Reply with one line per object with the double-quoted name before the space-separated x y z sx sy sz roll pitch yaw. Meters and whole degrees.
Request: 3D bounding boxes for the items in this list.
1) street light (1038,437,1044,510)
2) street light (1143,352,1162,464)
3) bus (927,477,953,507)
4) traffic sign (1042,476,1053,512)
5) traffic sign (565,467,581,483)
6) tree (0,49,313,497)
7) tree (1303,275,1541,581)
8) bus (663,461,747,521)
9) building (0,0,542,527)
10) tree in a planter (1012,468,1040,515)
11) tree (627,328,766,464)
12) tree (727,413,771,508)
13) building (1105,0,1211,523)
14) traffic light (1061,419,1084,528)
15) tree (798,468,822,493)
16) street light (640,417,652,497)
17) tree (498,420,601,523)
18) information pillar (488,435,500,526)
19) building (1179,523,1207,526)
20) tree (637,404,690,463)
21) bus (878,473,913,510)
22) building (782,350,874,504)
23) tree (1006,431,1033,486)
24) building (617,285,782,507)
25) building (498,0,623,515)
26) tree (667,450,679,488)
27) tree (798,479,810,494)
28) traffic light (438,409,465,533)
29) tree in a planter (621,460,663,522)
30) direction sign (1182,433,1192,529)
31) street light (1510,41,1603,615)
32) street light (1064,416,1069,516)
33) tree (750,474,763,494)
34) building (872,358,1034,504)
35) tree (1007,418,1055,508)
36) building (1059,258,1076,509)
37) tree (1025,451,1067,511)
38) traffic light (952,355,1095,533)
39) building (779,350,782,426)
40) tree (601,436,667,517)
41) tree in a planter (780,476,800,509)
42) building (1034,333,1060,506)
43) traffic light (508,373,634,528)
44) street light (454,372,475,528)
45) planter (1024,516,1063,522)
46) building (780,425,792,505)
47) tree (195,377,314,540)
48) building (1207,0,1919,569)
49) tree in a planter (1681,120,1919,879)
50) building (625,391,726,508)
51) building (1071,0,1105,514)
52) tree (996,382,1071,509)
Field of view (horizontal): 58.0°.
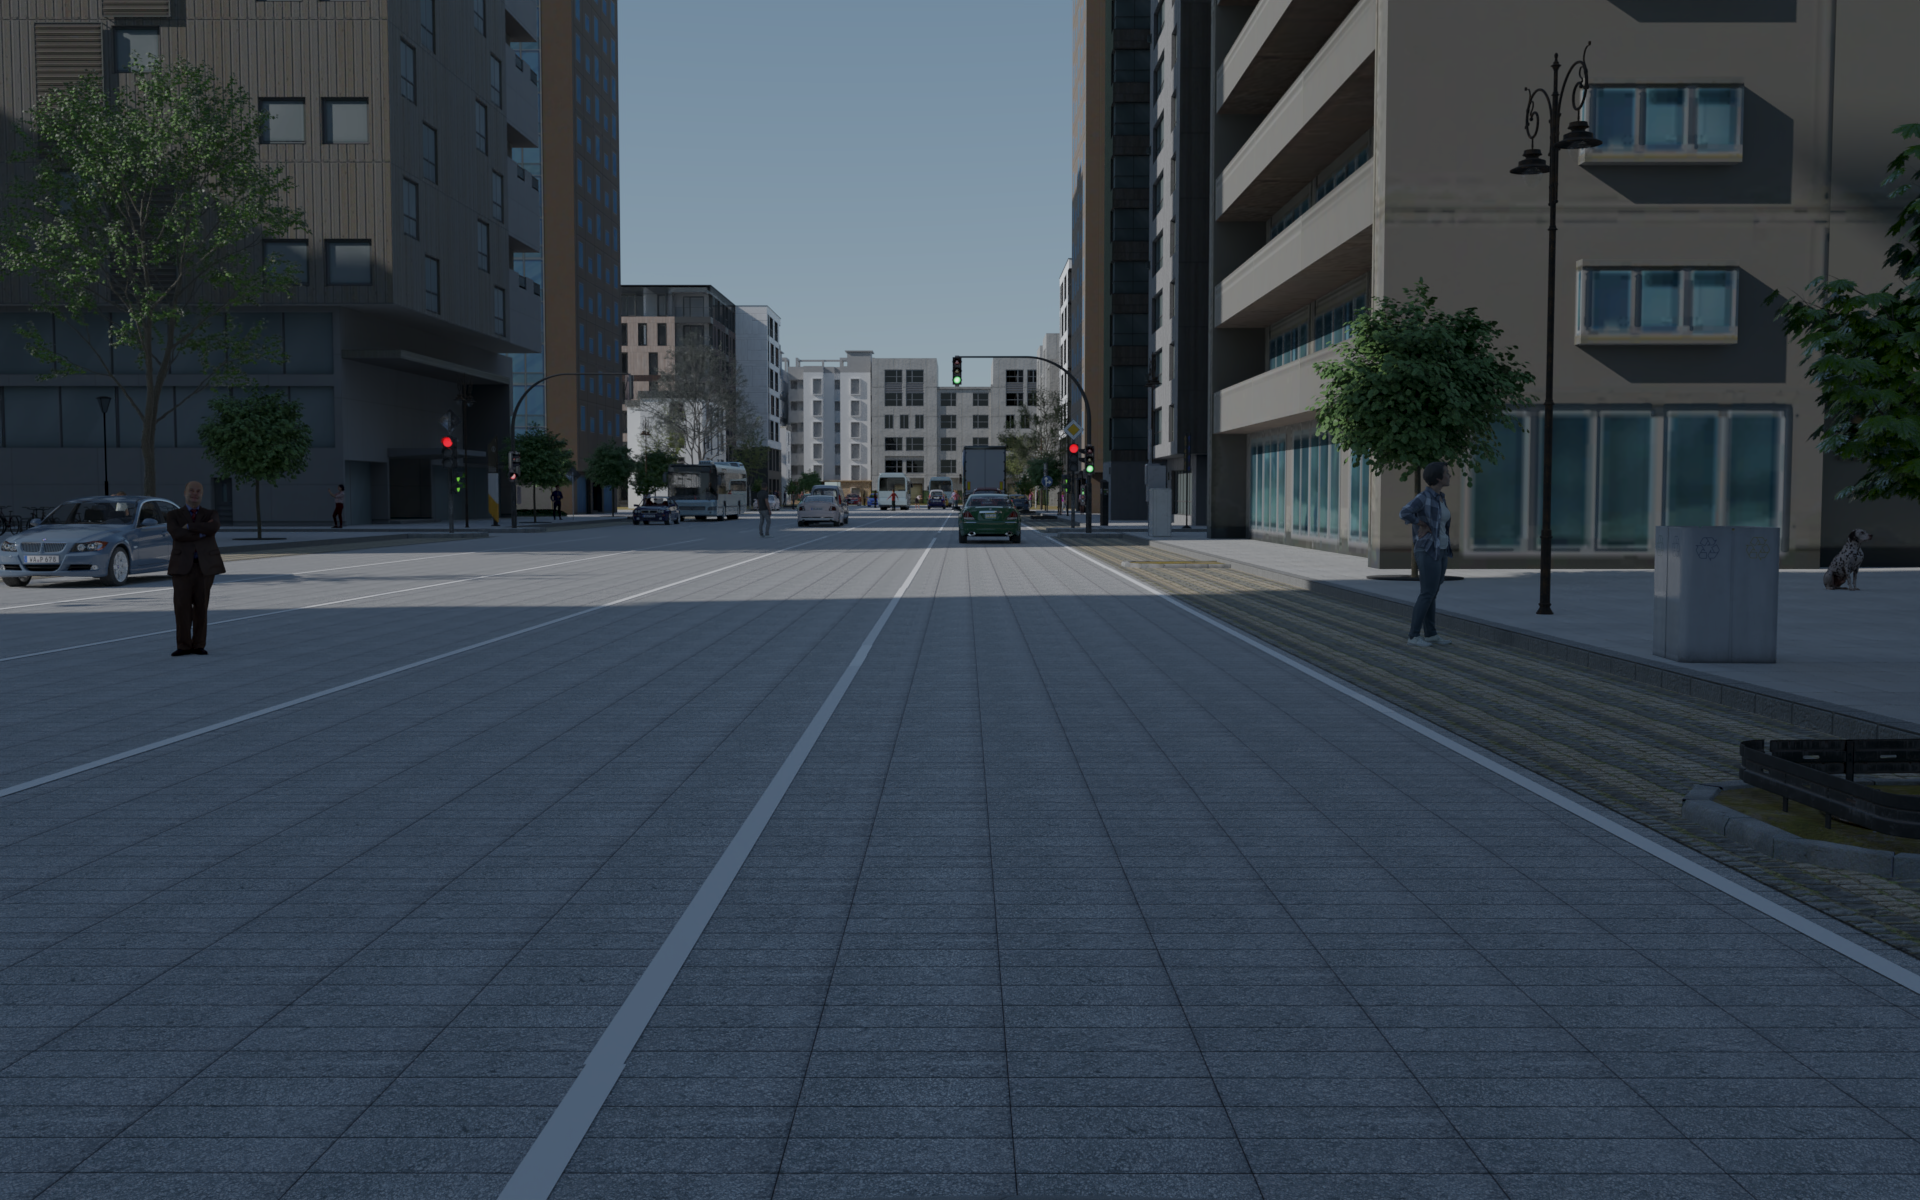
"street light" 6.555 -10.205 139.634 0.468 5.910 1.993 0 3 0
"street light" 6.261 -5.116 56.433 0.468 5.910 1.993 0 3 0
"bus" -2.186 -12.121 193.030 2.948 3.499 13.247 0 4 -1
"traffic sign" 6.084 -7.397 121.043 0.768 2.556 0.104 0 4 4
"traffic sign" -18.697 -5.131 83.617 0.795 2.593 0.064 0 4 1
"tree" -19.206 -7.047 40.981 9.928 11.665 9.643 0 3 0
"tree" 6.898 -2.586 25.989 4.285 4.588 4.351 0 3 0
"bus" -13.730 -6.093 94.476 2.948 3.499 13.247 0 3 0
"building" -35.332 -29.955 79.004 28.713 52.752 27.495 0 3 0
"tree in a planter" 4.369 -7.304 116.636 1.991 3.239 1.994 0 3 0
"tree" -19.351 -13.317 128.110 12.009 13.543 11.850 0 3 0
"tree" -18.633 -12.427 153.544 4.737 8.622 4.395 0 3 0
"building" 14.394 -19.500 90.534 14.160 30.474 14.107 0 3 0
"traffic light" 4.233 -4.654 65.009 0.839 4.253 0.868 0 3 0
"tree" -18.779 -14.273 217.084 4.285 4.588 4.351 0 3 0
"street light" -18.800 -8.010 103.757 0.468 5.910 1.993 0 3 0
"tree" -18.849 -5.708 77.037 4.285 4.588 4.351 0 3 0
"information pillar" -18.569 -4.745 68.937 0.504 3.616 0.183 2 4 31
"building" 15.521 -18.390 72.373 14.107 30.474 14.160 0 3 0
"tree" -23.287 -11.458 137.693 4.737 8.622 4.395 0 3 0
"bus" -5.907 -9.942 157.413 2.948 3.499 13.247 0 3 0
"building" -17.130 -23.110 234.262 11.380 20.091 16.016 0 3 0
"tree" 6.515 -15.272 200.056 4.737 8.622 4.395 0 3 0
"building" -34.756 -20.883 185.404 27.936 21.610 32.646 0 3 0
"building" -30.216 -28.221 111.531 14.600 45.320 14.200 0 3 0
"tree" -19.296 -7.735 110.187 4.285 4.588 4.351 0 3 0
"tree" -18.952 -12.965 206.580 1.663 3.219 1.824 0 3 0
"traffic light" -16.764 -4.167 57.047 0.839 4.253 0.868 0 3 0
"tree in a planter" -16.419 -5.657 89.722 1.991 3.239 1.994 0 3 0
"direction sign" 8.441 -4.427 64.379 0.379 3.537 0.876 0 4 -8
"street light" 6.245 -2.785 18.319 0.468 5.910 1.993 0 3 0
"street light" 6.284 -7.835 100.883 0.468 5.910 1.993 0 3 0
"tree" -19.774 -10.689 169.360 1.663 3.219 1.824 0 3 0
"building" 4.301 -22.455 233.598 31.486 18.905 16.747 0 3 0
"tree" 6.918 -12.757 158.938 4.360 8.622 3.978 0 3 0
"building" 23.335 -19.718 166.361 27.936 21.610 32.646 0 3 0
"tree" 6.560 -9.055 131.767 4.285 4.588 4.351 0 3 0
"traffic light" 2.126 -5.029 56.887 4.771 5.953 1.251 0 3 0
"building" -29.157 -23.097 234.061 11.380 20.091 16.016 0 3 0
"tree" -19.624 -6.992 98.035 4.285 4.588 4.351 0 3 0
"tree in a planter" -16.278 -10.378 166.901 1.991 3.239 1.994 0 3 0
"building" 17.849 -20.327 198.804 16.747 18.905 31.486 0 3 0
"traffic light" -14.657 -5.529 65.064 4.771 5.953 1.251 0 3 0
"street light" -18.826 -5.700 65.977 0.468 5.910 1.993 0 3 0
"planter" 4.307 -4.198 89.782 1.991 0.319 1.994 0 3 0
"building" -34.843 -16.375 209.874 28.070 9.664 9.099 0 3 0
"tree" -19.778 -3.980 48.785 4.285 4.588 4.351 0 3 0
"building" 17.825 -25.371 38.524 21.300 48.544 21.600 0 3 0
"tree in a planter" 4.170 -0.607 7.147 1.991 3.239 1.994 0 3 0
"building" -25.316 -13.003 154.749 9.099 9.664 28.070 0 3 0
"building" 14.996 -28.642 118.409 14.600 45.320 14.200 0 3 0
"tree" 6.691 -12.899 145.313 8.767 10.594 7.601 2 4 24
